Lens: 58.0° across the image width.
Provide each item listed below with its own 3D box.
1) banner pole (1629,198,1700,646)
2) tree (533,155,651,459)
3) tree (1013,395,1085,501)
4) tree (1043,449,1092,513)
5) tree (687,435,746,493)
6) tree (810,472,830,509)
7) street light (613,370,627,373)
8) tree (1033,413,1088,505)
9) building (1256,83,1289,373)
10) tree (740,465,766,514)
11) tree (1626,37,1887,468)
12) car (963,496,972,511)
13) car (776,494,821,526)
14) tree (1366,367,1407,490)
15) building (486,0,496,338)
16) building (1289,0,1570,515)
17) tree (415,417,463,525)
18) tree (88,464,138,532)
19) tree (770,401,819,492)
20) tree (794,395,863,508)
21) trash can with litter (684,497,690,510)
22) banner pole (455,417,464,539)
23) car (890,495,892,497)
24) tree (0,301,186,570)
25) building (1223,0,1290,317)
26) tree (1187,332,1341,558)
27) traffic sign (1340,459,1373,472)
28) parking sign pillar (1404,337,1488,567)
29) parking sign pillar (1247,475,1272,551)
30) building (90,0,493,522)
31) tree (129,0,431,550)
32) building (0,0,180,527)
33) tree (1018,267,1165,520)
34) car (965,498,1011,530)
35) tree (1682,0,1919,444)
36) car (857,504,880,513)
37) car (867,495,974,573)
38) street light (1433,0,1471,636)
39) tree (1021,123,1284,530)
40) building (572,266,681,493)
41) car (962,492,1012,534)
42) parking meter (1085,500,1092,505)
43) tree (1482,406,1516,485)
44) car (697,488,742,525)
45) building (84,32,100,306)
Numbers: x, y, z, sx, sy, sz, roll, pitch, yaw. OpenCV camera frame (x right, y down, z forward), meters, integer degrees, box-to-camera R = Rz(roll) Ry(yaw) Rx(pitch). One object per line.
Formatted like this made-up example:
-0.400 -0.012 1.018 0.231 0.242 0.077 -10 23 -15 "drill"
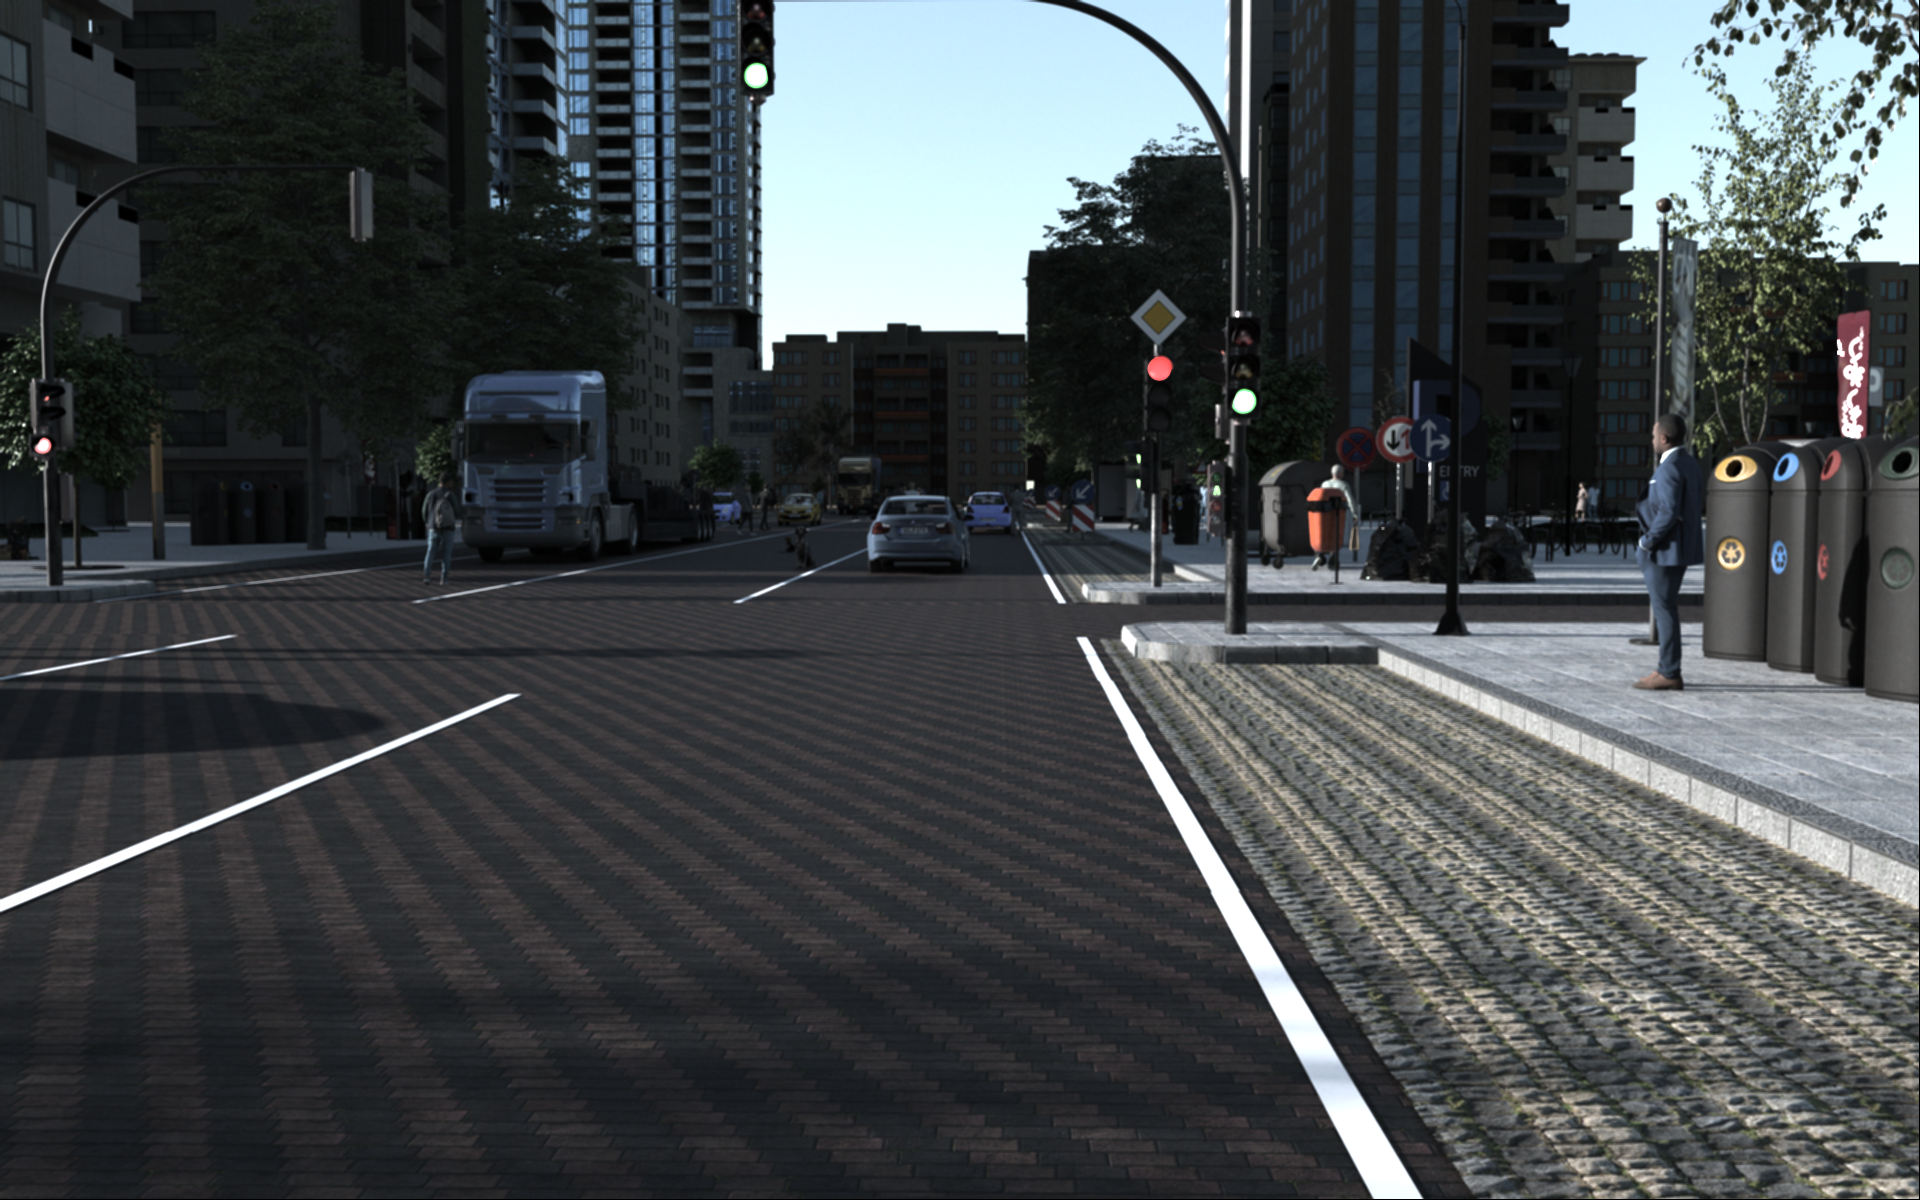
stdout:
6.123 -1.521 14.890 0.863 3.779 0.401 -3 5 -42 "banner pole"
-14.125 -8.569 58.229 7.486 12.596 7.792 0 3 0 "tree"
9.242 -14.829 168.207 9.928 11.665 9.643 0 3 0 "tree"
7.816 -8.351 120.260 4.285 4.588 4.351 0 3 0 "tree"
-13.680 -6.961 97.527 4.285 4.588 4.351 0 3 0 "tree"
-12.423 -9.641 152.234 1.663 3.219 1.824 0 3 0 "tree"
-13.116 -5.664 65.150 1.470 5.913 1.316 0 4 1 "street light"
8.173 -10.663 108.750 7.601 10.594 8.767 0 4 -5 "tree"
28.345 -21.618 125.162 14.160 30.474 14.107 0 4 1 "building"
-13.393 -7.182 112.022 1.663 3.219 1.824 0 3 0 "tree"
13.216 -4.799 28.822 4.737 8.622 4.395 0 3 0 "tree"
1.229 -5.126 96.172 2.083 1.381 4.827 0 4 -1 "car"
-7.383 -4.251 79.723 2.015 1.641 3.980 0 4 1 "car"
24.440 -8.924 96.262 4.360 8.622 3.978 0 3 0 "tree"
-37.973 -48.985 113.571 22.319 86.520 31.000 0 4 1 "building"
28.784 -28.072 109.080 14.600 45.320 14.200 0 4 1 "building"
-21.375 -5.472 73.184 4.285 4.588 4.351 0 3 0 "tree"
-28.833 -3.950 59.182 1.663 3.219 1.824 0 3 0 "tree"
-13.064 -11.351 135.950 4.360 8.622 3.978 0 3 0 "tree"
-12.472 -13.973 162.878 7.601 10.594 8.767 -3 5 -40 "tree"
-13.844 -4.726 88.661 1.055 1.170 0.624 -1 4 -10 "trash can with litter"
-14.219 -3.644 49.593 0.401 3.779 0.863 1 4 15 "banner pole"
-5.507 -8.383 149.636 1.945 1.354 3.894 0 4 1 "car"
-15.096 -2.809 29.646 4.285 4.588 4.351 0 3 0 "tree"
32.808 -36.901 145.329 21.231 58.520 28.212 0 4 1 "building"
6.136 -3.156 35.315 4.285 4.588 4.351 0 3 0 "tree"
9.121 -2.434 39.906 0.768 2.556 0.104 1 4 10 "traffic sign"
8.350 -2.525 29.751 1.447 3.967 1.447 0 4 -4 "parking sign pillar"
6.854 -3.130 39.654 1.447 3.967 1.447 -3 5 -40 "parking sign pillar"
-31.635 -19.106 84.083 14.160 30.474 14.107 0 4 1 "building"
-15.261 -7.431 39.626 7.486 12.596 7.792 0 3 0 "tree"
-45.051 -28.484 54.956 28.713 52.752 27.495 0 4 1 "building"
6.322 -10.249 85.697 7.486 12.596 7.792 0 3 0 "tree"
1.125 -3.646 68.400 1.959 1.807 4.718 0 4 2 "car"
5.344 -3.549 8.388 4.360 8.622 3.978 0 3 0 "tree"
-7.209 -7.338 132.338 2.083 1.381 4.827 0 4 3 "car"
-0.747 -1.276 32.863 2.014 1.417 4.499 0 4 2 "car"
3.950 -2.637 15.654 1.470 5.913 1.316 0 4 1 "street light"
6.672 -9.463 61.368 9.857 13.997 8.962 0 3 0 "tree"
-40.892 -18.539 148.155 28.899 21.520 27.650 0 4 1 "building"
1.033 -3.293 63.439 1.945 1.707 3.694 0 4 1 "car"
6.566 -4.895 88.438 0.372 1.533 0.369 0 3 0 "parking meter"
17.240 -4.601 58.936 4.285 4.588 4.351 0 3 0 "tree"
-11.307 -4.380 81.210 1.945 1.707 3.694 0 4 2 "car"
-67.385 -27.765 145.836 23.993 40.220 32.217 0 4 1 "building"
